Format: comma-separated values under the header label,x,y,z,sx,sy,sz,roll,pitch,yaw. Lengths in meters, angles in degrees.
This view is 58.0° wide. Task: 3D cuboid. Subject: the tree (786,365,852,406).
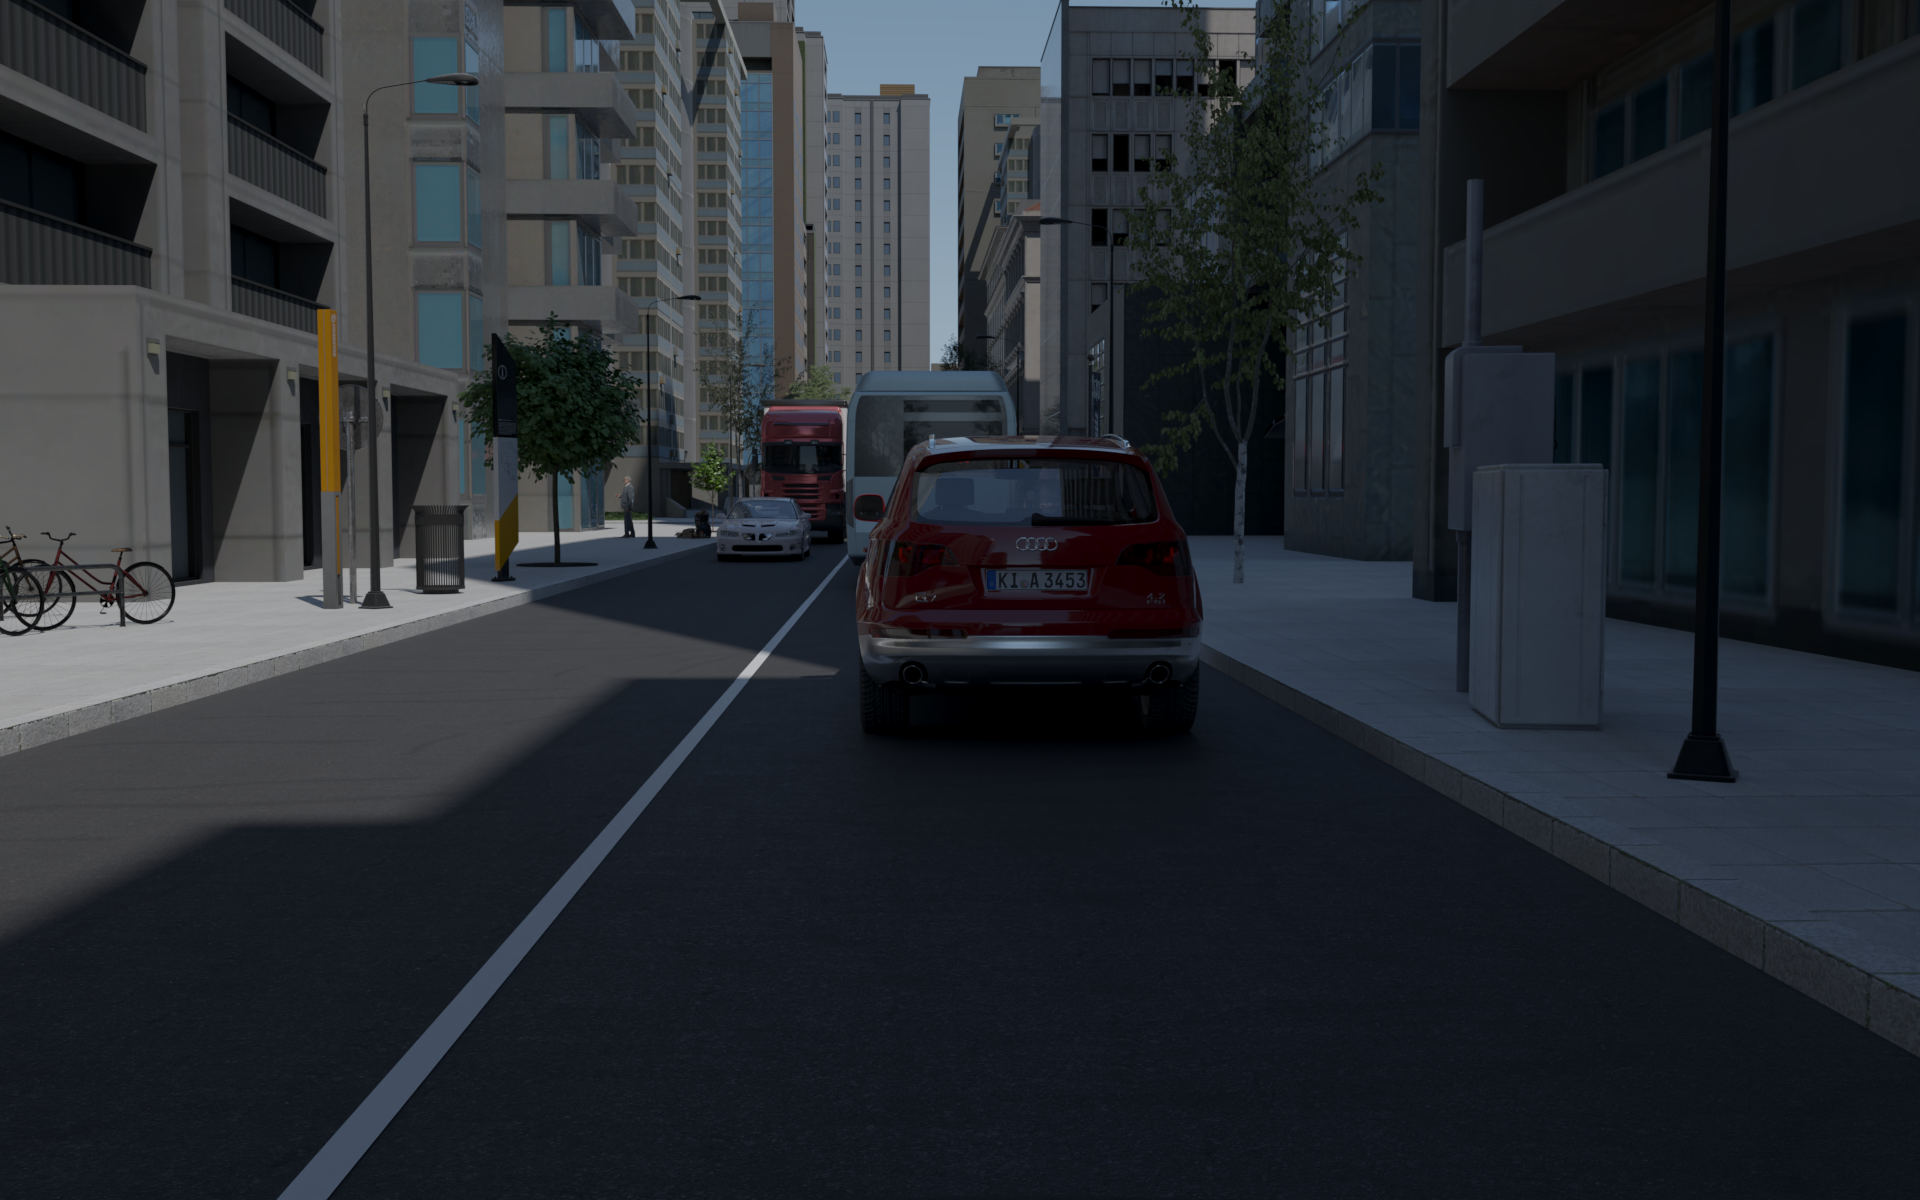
label,x,y,z,sx,sy,sz,roll,pitch,yaw
tree,-12.466,-14.268,151.410,7.486,12.596,7.792,0,3,0

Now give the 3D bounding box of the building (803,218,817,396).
label,x,y,z,sx,sy,sz,roll,pitch,yaw
building,-22.017,-24.818,177.473,14.160,30.474,14.107,0,4,-2

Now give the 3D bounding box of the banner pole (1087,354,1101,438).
label,x,y,z,sx,sy,sz,roll,pitch,yaw
banner pole,2.418,-2.522,31.253,0.401,3.779,0.863,1,4,21

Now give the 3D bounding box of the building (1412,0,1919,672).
label,x,y,z,sx,sy,sz,roll,pitch,yaw
building,16.601,-23.617,9.845,21.300,48.544,21.600,0,4,-2

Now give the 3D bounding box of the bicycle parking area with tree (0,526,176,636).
label,x,y,z,sx,sy,sz,roll,pitch,yaw
bicycle parking area with tree,-12.639,-1.727,15.242,8.231,4.147,9.016,3,4,39

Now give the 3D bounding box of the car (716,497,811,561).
label,x,y,z,sx,sy,sz,roll,pitch,yaw
car,-4.333,-1.607,38.629,2.083,1.381,4.827,0,4,-2

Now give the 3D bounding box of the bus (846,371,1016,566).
label,x,y,z,sx,sy,sz,roll,pitch,yaw
bus,-0.495,-2.303,32.513,2.948,3.499,13.247,0,4,-1

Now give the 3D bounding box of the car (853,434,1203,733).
label,x,y,z,sx,sy,sz,roll,pitch,yaw
car,0.378,-0.200,11.948,2.281,1.827,5.304,0,4,-1

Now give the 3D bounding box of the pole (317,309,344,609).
label,x,y,z,sx,sy,sz,roll,pitch,yaw
pole,-7.006,-1.555,19.268,0.158,3.312,0.155,0,3,0

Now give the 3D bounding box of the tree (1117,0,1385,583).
label,x,y,z,sx,sy,sz,roll,pitch,yaw
tree,4.065,-4.564,24.979,4.737,8.622,4.395,0,3,0

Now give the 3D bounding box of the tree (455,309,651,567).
label,x,y,z,sx,sy,sz,roll,pitch,yaw
tree,-7.268,-2.894,31.027,4.285,4.588,4.351,0,3,0

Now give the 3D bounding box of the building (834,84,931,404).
label,x,y,z,sx,sy,sz,roll,pitch,yaw
building,-18.546,-43.416,251.855,28.212,58.520,21.231,0,4,-2

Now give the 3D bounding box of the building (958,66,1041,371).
label,x,y,z,sx,sy,sz,roll,pitch,yaw
building,10.734,-34.864,193.731,21.300,48.544,21.600,0,4,-2

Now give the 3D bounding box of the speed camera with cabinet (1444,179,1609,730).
label,x,y,z,sx,sy,sz,roll,pitch,yaw
speed camera with cabinet,3.340,-0.976,10.301,0.660,3.252,2.038,0,4,8

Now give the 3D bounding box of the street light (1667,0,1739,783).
label,x,y,z,sx,sy,sz,roll,pitch,yaw
street light,2.832,-2.149,7.671,1.470,5.913,1.316,0,4,-2

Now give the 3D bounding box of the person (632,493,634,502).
label,x,y,z,sx,sy,sz,roll,pitch,yaw
person,-14.323,-4.046,74.913,0.793,1.790,0.793,0,4,-7

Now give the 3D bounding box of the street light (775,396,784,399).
label,x,y,z,sx,sy,sz,roll,pitch,yaw
street light,-8.136,-6.611,80.626,1.470,5.913,1.316,0,4,-2

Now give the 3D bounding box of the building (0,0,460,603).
label,x,y,z,sx,sy,sz,roll,pitch,yaw
building,-20.205,-36.086,28.261,20.563,71.187,20.611,0,4,-2

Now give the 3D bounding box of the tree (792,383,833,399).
label,x,y,z,sx,sy,sz,roll,pitch,yaw
tree,-10.002,-10.113,115.712,4.737,8.622,4.395,0,3,0

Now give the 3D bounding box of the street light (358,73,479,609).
label,x,y,z,sx,sy,sz,roll,pitch,yaw
street light,-6.014,-2.858,19.267,1.470,5.913,1.316,0,4,-2

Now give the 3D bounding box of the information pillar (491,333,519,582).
label,x,y,z,sx,sy,sz,roll,pitch,yaw
information pillar,-6.688,-2.086,25.454,0.183,3.616,0.504,1,4,22

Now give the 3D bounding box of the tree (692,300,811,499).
label,x,y,z,sx,sy,sz,roll,pitch,yaw
tree,-8.147,-7.066,65.889,4.360,8.622,3.978,0,3,0

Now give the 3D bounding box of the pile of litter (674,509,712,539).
label,x,y,z,sx,sy,sz,roll,pitch,yaw
pile of litter,-7.761,-2.227,50.378,1.176,0.858,1.719,1,4,12

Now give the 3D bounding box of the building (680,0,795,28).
label,x,y,z,sx,sy,sz,roll,pitch,yaw
building,-26.611,-46.187,193.410,20.563,71.187,20.611,0,4,-2

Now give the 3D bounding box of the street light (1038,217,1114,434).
label,x,y,z,sx,sy,sz,roll,pitch,yaw
street light,2.016,-3.467,29.229,1.470,5.913,1.316,0,4,-2

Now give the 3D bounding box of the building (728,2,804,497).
label,x,y,z,sx,sy,sz,roll,pitch,yaw
building,-22.014,-31.336,162.450,14.600,45.320,14.200,0,4,-2

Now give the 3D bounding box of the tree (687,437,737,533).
label,x,y,z,sx,sy,sz,roll,pitch,yaw
tree,-8.200,-3.888,58.167,1.663,3.219,1.824,0,3,0

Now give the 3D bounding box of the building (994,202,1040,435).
label,x,y,z,sx,sy,sz,roll,pitch,yaw
building,8.650,-17.102,115.767,11.583,22.565,21.152,0,4,-2

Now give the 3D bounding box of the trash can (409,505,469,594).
label,x,y,z,sx,sy,sz,roll,pitch,yaw
trash can,-6.699,-0.652,22.313,0.748,1.137,0.748,0,3,0

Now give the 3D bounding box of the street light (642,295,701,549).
label,x,y,z,sx,sy,sz,roll,pitch,yaw
street light,-6.732,-4.158,40.521,1.470,5.913,1.316,0,4,-2

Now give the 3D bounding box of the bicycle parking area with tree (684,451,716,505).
label,x,y,z,sx,sy,sz,roll,pitch,yaw
bicycle parking area with tree,-20.757,-7.859,115.502,8.231,4.147,9.016,1,4,22

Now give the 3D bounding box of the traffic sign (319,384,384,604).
label,x,y,z,sx,sy,sz,roll,pitch,yaw
traffic sign,-7.089,-1.227,20.167,0.768,2.556,0.104,0,4,3

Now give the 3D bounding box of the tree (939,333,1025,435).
label,x,y,z,sx,sy,sz,roll,pitch,yaw
tree,0.417,-10.171,100.713,7.601,10.594,8.767,1,4,8

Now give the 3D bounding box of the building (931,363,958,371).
label,x,y,z,sx,sy,sz,roll,pitch,yaw
building,10.169,-25.210,257.225,28.899,21.520,27.650,0,4,-2

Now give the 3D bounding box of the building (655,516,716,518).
label,x,y,z,sx,sy,sz,roll,pitch,yaw
building,-28.870,-24.852,98.219,32.217,40.220,23.993,0,4,-2

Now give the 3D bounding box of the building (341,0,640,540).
label,x,y,z,sx,sy,sz,roll,pitch,yaw
building,-26.667,-26.707,56.263,30.456,49.044,23.786,0,4,-2

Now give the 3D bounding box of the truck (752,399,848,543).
label,x,y,z,sx,sy,sz,roll,pitch,yaw
truck,-4.673,-3.954,53.554,2.839,4.237,11.283,0,4,-3

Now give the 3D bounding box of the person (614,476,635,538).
label,x,y,z,sx,sy,sz,roll,pitch,yaw
person,-9.821,-2.726,50.796,0.590,1.801,0.661,-1,4,-19

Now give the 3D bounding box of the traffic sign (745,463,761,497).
label,x,y,z,sx,sy,sz,roll,pitch,yaw
traffic sign,-8.473,-4.349,71.212,0.768,2.556,0.104,0,4,6

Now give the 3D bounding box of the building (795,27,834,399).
label,x,y,z,sx,sy,sz,roll,pitch,yaw
building,-30.774,-41.303,217.297,28.212,58.520,21.231,0,4,-2

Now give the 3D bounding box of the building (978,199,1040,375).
label,x,y,z,sx,sy,sz,roll,pitch,yaw
building,10.145,-18.844,141.380,16.112,22.955,30.059,0,4,-2

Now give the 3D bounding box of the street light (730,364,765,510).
label,x,y,z,sx,sy,sz,roll,pitch,yaw
street light,-7.622,-5.456,61.740,1.470,5.913,1.316,0,4,-2

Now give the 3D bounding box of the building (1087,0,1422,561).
label,x,y,z,sx,sy,sz,roll,pitch,yaw
building,16.334,-44.858,46.103,22.319,86.520,31.000,0,4,-2

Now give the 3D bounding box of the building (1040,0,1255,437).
label,x,y,z,sx,sy,sz,roll,pitch,yaw
building,14.536,-16.593,89.310,19.932,24.808,12.078,0,4,-2

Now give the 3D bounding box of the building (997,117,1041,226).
label,x,y,z,sx,sy,sz,roll,pitch,yaw
building,16.623,-29.309,171.091,32.217,40.220,23.993,0,4,-2

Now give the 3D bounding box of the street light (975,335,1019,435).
label,x,y,z,sx,sy,sz,roll,pitch,yaw
street light,1.153,-4.779,50.683,1.470,5.913,1.316,0,4,-2
